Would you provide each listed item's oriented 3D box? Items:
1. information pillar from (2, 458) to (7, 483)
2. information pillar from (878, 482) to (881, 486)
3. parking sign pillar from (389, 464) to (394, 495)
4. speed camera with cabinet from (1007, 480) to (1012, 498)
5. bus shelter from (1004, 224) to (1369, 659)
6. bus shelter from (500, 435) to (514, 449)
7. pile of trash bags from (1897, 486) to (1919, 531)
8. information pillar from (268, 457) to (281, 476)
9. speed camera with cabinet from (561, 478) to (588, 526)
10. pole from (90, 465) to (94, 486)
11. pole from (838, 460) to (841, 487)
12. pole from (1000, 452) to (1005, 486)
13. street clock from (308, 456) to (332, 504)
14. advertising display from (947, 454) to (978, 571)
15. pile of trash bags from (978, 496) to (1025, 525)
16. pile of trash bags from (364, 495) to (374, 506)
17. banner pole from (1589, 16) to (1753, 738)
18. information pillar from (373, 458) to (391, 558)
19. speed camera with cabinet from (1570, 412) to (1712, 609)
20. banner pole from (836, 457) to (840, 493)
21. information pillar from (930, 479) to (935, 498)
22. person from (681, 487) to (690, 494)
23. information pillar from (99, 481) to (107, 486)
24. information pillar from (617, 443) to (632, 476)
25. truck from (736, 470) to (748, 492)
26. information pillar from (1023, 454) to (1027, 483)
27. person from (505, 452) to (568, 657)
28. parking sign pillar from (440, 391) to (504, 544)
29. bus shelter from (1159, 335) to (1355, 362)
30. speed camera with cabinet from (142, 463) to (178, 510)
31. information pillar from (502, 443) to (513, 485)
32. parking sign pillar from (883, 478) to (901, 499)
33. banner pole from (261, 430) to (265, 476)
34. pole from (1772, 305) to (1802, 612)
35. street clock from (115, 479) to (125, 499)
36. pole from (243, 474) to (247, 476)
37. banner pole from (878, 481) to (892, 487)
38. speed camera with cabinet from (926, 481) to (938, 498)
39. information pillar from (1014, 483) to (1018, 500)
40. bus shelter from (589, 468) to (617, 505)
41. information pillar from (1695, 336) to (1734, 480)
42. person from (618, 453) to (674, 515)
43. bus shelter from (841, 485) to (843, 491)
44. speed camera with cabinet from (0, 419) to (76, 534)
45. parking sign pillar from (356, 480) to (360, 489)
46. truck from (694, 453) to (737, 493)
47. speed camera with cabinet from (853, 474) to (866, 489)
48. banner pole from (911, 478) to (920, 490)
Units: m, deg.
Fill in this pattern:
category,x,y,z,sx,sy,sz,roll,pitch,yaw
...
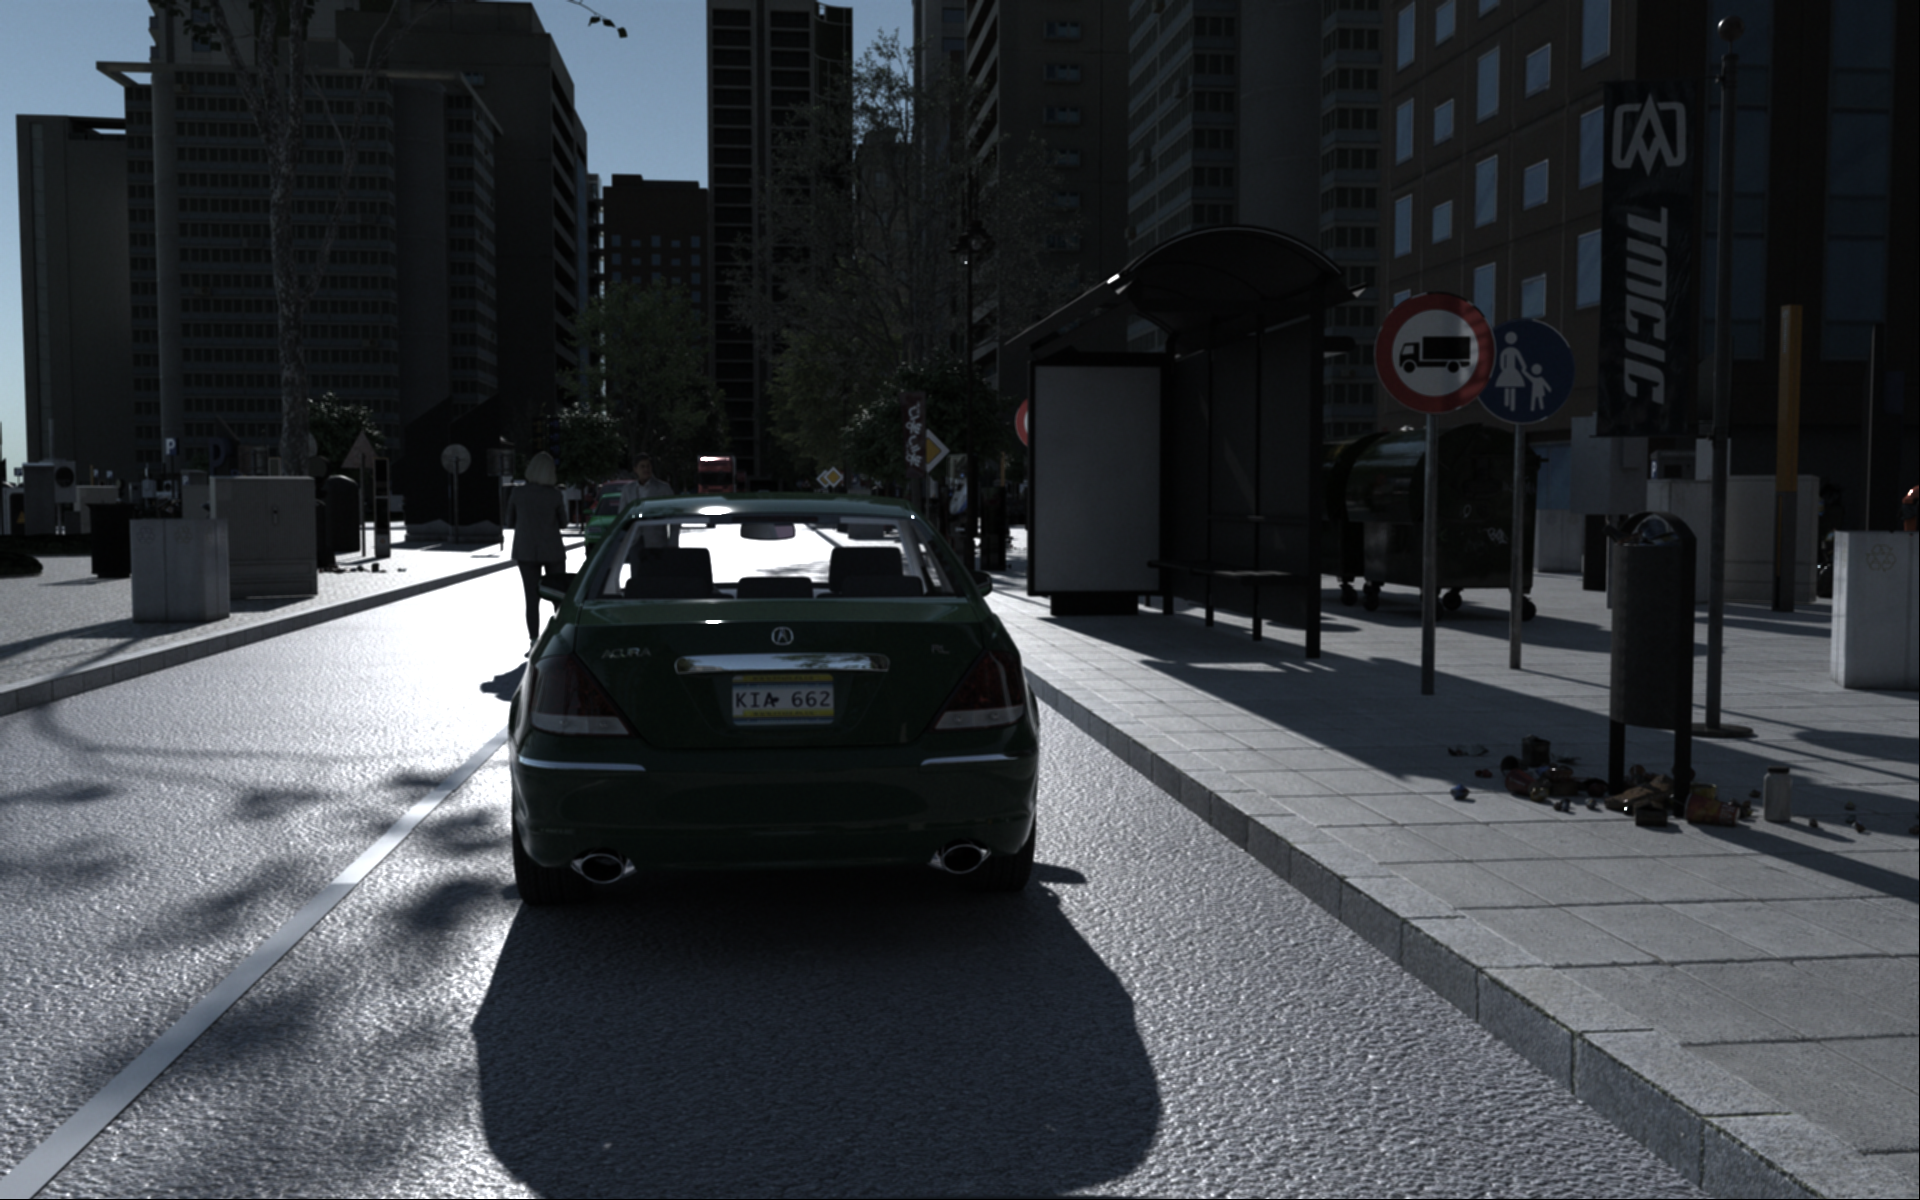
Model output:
category,x,y,z,sx,sy,sz,roll,pitch,yaw
information pillar,-62.310,-7.429,112.823,0.183,3.616,0.504,1,4,15
information pillar,-4.923,-7.150,108.260,0.504,3.616,0.183,-1,4,-21
parking sign pillar,-34.960,-7.329,108.300,1.447,3.967,1.447,-2,4,-34
speed camera with cabinet,2.403,-7.217,112.336,2.038,3.252,0.660,-2,4,-34
bus shelter,1.775,-1.337,15.776,2.014,3.302,5.546,0,4,-6
bus shelter,-14.886,-3.575,52.381,2.014,3.302,5.546,0,4,-6
pile of trash bags,10.416,-0.388,16.097,1.912,1.369,3.447,-2,4,-30
information pillar,-13.612,-1.848,34.708,0.304,2.012,0.304,1,4,21
speed camera with cabinet,-15.879,-4.586,69.315,0.660,3.252,2.038,3,4,39
pole,-60.355,-7.747,120.511,0.158,3.312,0.155,0,3,0
pole,-6.998,-6.538,100.744,0.158,3.312,0.155,0,3,0
pole,2.054,-5.479,83.429,0.158,3.312,0.155,0,3,0
street clock,-12.245,-1.743,33.071,0.471,2.002,0.358,0,4,4
advertising display,0.039,-1.394,28.003,0.123,1.923,0.974,-2,4,-24
pile of trash bags,2.646,-3.822,72.243,3.447,1.369,1.912,-1,4,-16
pile of trash bags,-45.072,-7.515,132.616,1.912,1.369,3.447,1,4,20
banner pole,3.815,-1.175,9.234,0.863,3.779,0.401,1,4,12
information pillar,-11.701,-1.869,35.045,0.304,2.012,0.304,-1,4,-20
speed camera with cabinet,7.906,-1.567,19.950,2.038,3.252,0.660,-2,4,-33
banner pole,-7.197,-6.863,102.230,0.401,3.779,0.863,1,4,14
information pillar,-1.252,-5.117,75.012,0.183,3.616,0.504,2,4,31
person,-14.905,-5.237,94.136,0.660,1.820,0.620,-2,4,-24
information pillar,-47.835,-5.640,96.701,0.304,2.012,0.304,-1,4,-11
information pillar,-14.713,-5.146,75.496,0.504,3.616,0.183,-2,4,-34
truck,-26.270,-13.078,202.743,2.839,4.237,11.283,0,4,-7
information pillar,3.904,-6.712,101.090,0.504,3.616,0.183,3,4,39
person,-3.732,-0.406,15.321,0.537,1.800,0.526,0,4,-3
parking sign pillar,-12.715,-3.481,45.379,1.447,3.967,1.447,-1,4,-21
bus shelter,3.709,-3.029,27.160,2.179,5.291,8.768,0,4,-7
speed camera with cabinet,-50.940,-7.091,110.277,2.038,3.252,0.660,0,4,2
information pillar,-20.865,-5.418,79.936,0.504,3.616,0.183,-2,4,-35
parking sign pillar,-2.944,-5.375,76.360,1.447,3.967,1.447,2,4,23
banner pole,-27.353,-4.775,68.095,0.401,3.779,0.863,-1,4,-19
pole,8.981,-1.527,18.802,0.158,3.312,0.155,0,3,0
street clock,-40.131,-4.786,82.821,0.471,2.002,0.358,2,4,34
pole,-36.499,-5.785,88.435,0.158,3.312,0.155,0,3,0
banner pole,-3.215,-5.007,71.889,0.863,3.779,0.401,1,4,20
speed camera with cabinet,-0.982,-6.717,104.155,2.038,3.252,0.660,0,4,4
information pillar,3.702,-6.583,112.120,0.304,2.012,0.304,-1,4,-12
bus shelter,-19.747,-7.035,92.661,2.179,5.291,8.768,0,4,-6
information pillar,11.246,-2.108,25.824,0.504,3.616,0.183,2,4,34
person,-3.139,-0.562,17.536,0.661,1.843,0.795,1,4,8
bus shelter,-9.081,-8.912,139.626,2.014,3.302,5.546,0,4,-7
speed camera with cabinet,-24.021,-3.094,44.924,0.660,3.252,2.038,2,4,26
parking sign pillar,-45.284,-8.567,128.547,1.447,3.967,1.447,0,4,2
truck,-16.785,-8.002,119.751,2.839,4.237,11.283,0,4,-7
speed camera with cabinet,-5.511,-6.905,107.232,2.038,3.252,0.660,0,4,4
banner pole,-3.111,-7.902,119.213,0.863,3.779,0.401,-2,4,-28
